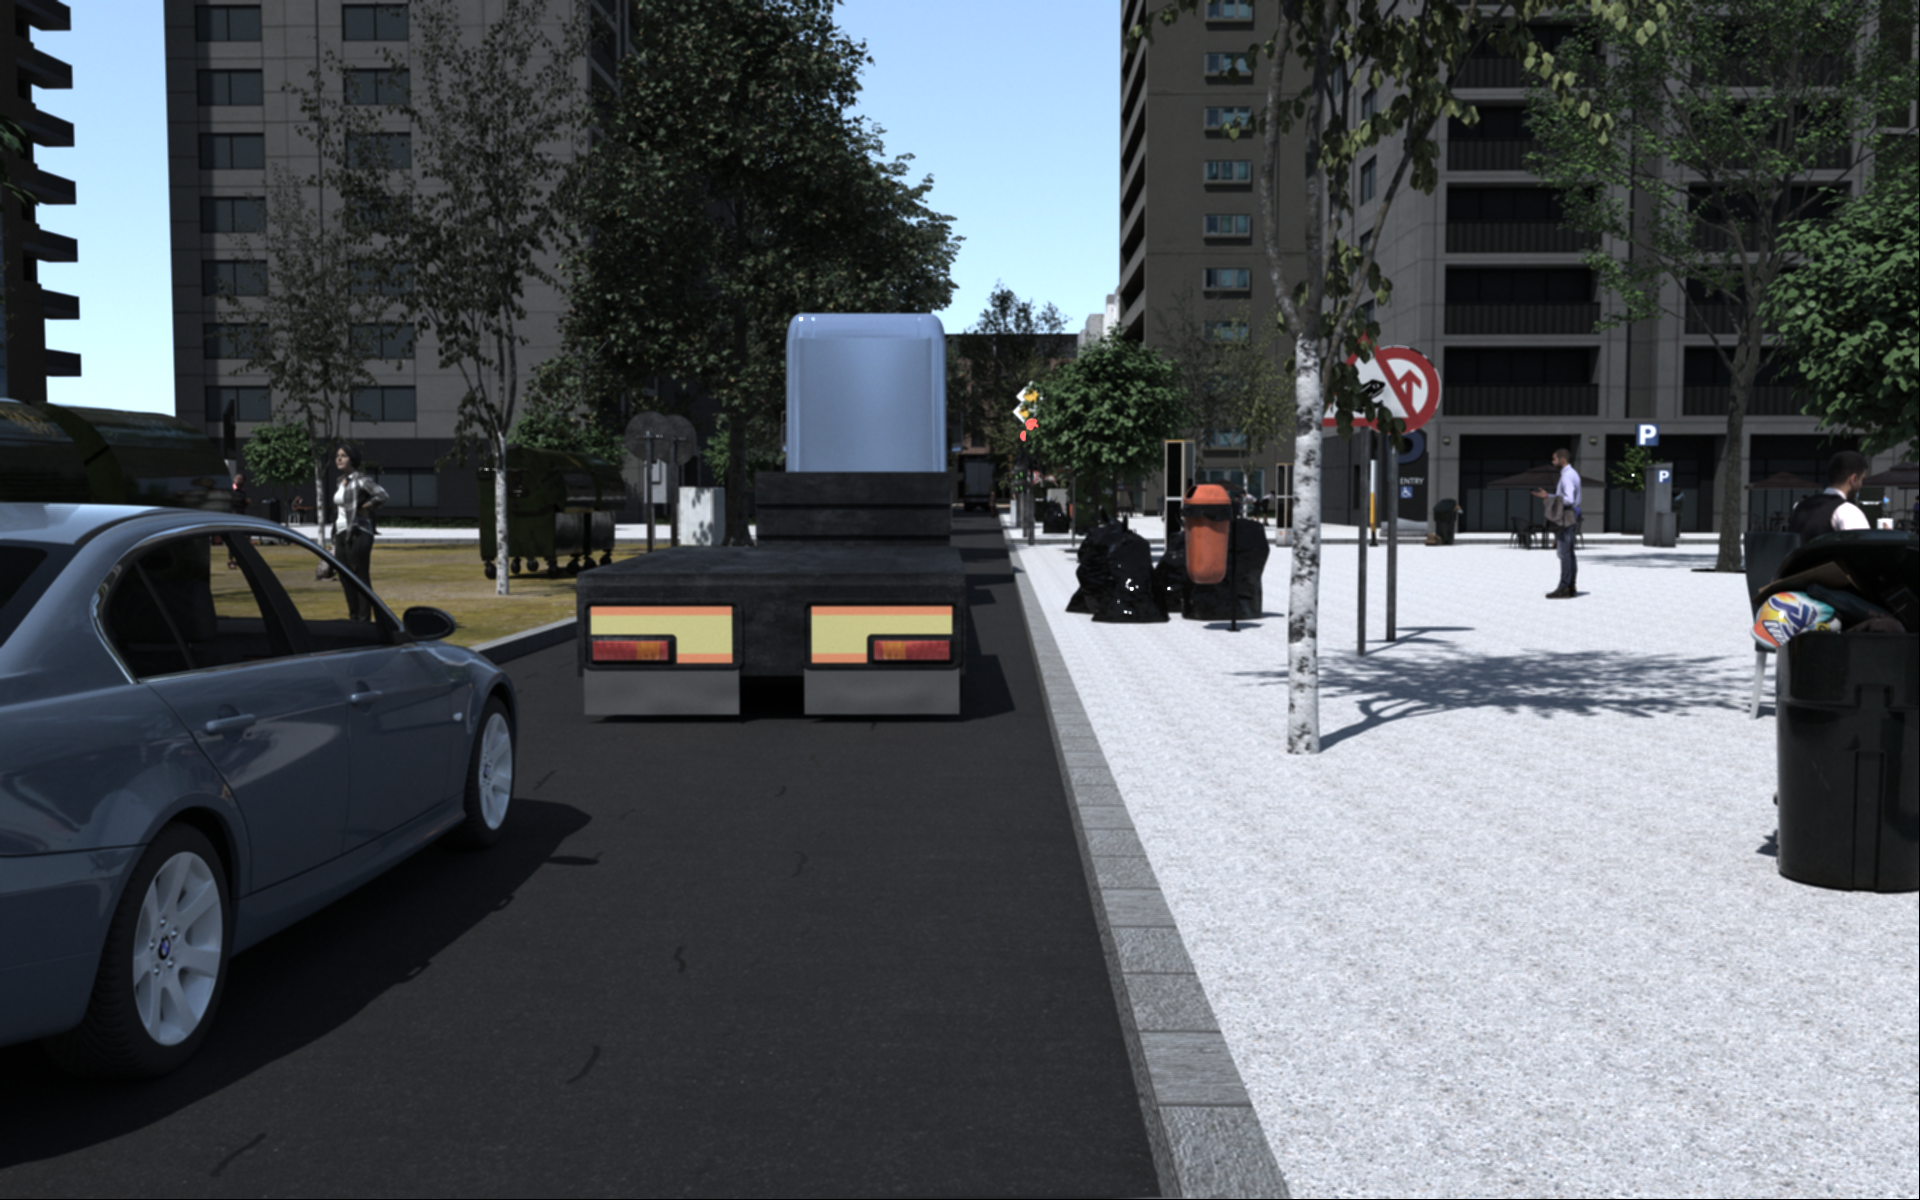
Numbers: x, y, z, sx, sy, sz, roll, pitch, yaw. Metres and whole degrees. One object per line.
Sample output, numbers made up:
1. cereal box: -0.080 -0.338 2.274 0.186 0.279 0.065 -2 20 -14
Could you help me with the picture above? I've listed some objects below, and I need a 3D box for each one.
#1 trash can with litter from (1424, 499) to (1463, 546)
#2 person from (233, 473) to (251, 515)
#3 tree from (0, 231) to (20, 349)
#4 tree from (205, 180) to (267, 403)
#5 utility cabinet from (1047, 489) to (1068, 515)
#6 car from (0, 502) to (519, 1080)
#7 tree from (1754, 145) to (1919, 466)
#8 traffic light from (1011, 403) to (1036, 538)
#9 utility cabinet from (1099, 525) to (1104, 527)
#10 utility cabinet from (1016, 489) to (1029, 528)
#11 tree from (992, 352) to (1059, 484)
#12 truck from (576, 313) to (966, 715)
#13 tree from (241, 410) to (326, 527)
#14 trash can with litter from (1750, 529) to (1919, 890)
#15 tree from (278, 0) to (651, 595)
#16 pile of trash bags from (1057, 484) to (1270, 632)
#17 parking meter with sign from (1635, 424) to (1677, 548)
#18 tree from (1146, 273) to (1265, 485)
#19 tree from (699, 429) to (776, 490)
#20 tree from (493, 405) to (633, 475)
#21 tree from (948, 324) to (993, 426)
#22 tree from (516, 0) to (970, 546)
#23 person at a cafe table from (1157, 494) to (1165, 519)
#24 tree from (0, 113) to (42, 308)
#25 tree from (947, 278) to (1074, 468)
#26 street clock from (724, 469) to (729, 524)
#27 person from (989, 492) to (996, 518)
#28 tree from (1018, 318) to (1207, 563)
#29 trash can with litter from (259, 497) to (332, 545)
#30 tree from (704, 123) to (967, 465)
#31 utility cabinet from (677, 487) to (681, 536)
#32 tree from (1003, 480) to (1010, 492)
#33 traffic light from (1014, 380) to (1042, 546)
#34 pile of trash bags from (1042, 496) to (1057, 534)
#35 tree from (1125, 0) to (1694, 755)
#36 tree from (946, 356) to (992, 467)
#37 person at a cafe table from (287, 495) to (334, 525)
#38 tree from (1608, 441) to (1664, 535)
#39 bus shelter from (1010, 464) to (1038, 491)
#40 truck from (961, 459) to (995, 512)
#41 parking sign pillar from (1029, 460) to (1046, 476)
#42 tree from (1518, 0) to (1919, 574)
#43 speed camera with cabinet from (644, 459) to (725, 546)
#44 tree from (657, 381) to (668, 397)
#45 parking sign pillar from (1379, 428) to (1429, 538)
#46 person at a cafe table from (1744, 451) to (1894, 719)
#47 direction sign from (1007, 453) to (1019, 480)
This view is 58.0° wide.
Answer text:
1. trash can with litter: 12.000 -1.939 43.084 0.624 1.170 1.055 3 5 41
2. person: -12.358 -1.356 29.677 0.415 1.643 0.593 -1 4 -22
3. tree: -23.100 -5.361 38.015 4.360 8.622 3.978 0 3 0
4. tree: -14.390 -5.393 38.542 4.360 8.622 3.978 0 3 0
5. utility cabinet: 4.138 -3.824 71.196 1.173 1.500 0.318 -2 4 -34
6. car: -2.767 0.395 5.545 2.014 1.417 4.499 0 4 1
7. tree: 8.919 -1.946 15.532 4.285 4.588 4.351 0 3 0
8. traffic light: 1.911 -3.792 50.917 0.839 4.253 0.868 0 4 1
9. utility cabinet: 4.880 -3.016 60.471 1.020 1.237 0.306 2 4 31
10. utility cabinet: 2.351 -3.468 65.381 0.318 1.500 1.173 0 4 -8
11. tree: 5.423 -13.138 132.927 7.486 12.596 7.792 0 3 0
12. truck: -1.313 -1.852 20.036 2.967 4.110 18.799 0 4 -1
13. tree: -26.623 -5.178 68.372 4.285 4.588 4.351 0 3 0
14. trash can with litter: 2.996 0.331 5.970 0.624 1.170 1.055 1 4 18
15. tree: -6.063 -4.367 21.771 4.360 8.622 3.978 0 3 0
16. pile of trash bags: 2.210 -0.479 17.577 1.912 1.369 3.447 0 4 -5
17. parking meter with sign: 17.016 -2.811 42.229 0.543 3.016 1.738 0 4 2
18. tree: 8.098 -6.628 58.730 4.360 8.622 3.978 0 3 0
19. tree: -9.508 -5.565 74.703 4.285 4.588 4.351 0 3 0
20. tree: -14.436 -4.689 60.378 4.285 4.588 4.351 0 3 0
21. tree: -0.499 -20.561 192.056 12.611 20.169 13.585 0 3 0
22. tree: -4.593 -7.296 36.303 9.611 12.733 9.660 0 3 0
23. person at a cafe table: 10.848 -4.902 88.666 1.622 1.524 1.698 -2 4 -33
24. tree: -6.054 -1.475 7.824 4.285 4.588 4.351 0 3 0
25. tree: 2.464 -8.619 75.326 7.601 10.594 8.767 0 4 1
26. street clock: -6.797 -2.825 50.753 0.358 2.002 0.471 -1 4 -9
27. person: 1.933 -5.691 103.813 0.482 1.546 0.388 -1 4 -19
28. tree: 2.964 -2.966 32.207 4.285 4.588 4.351 0 3 0
29. trash can with litter: -16.927 -1.975 43.342 2.233 1.210 1.678 0 4 1
30. tree: -4.525 -9.342 59.397 9.857 13.997 8.962 0 3 0
31. utility cabinet: -8.396 -2.692 52.685 0.318 1.500 1.173 -2 4 -27
32. tree: 5.179 -10.655 168.815 1.663 3.219 1.824 0 3 0
33. traffic light: 1.756 -3.304 42.933 0.839 4.253 0.868 0 4 1
34. pile of trash bags: 3.692 -2.917 57.449 1.912 1.369 3.447 0 4 7
35. tree: 1.943 -3.546 8.347 4.737 8.622 4.395 0 3 0
36. tree: -2.907 -11.998 114.290 7.486 12.596 7.792 0 3 0
37. person at a cafe table: -27.510 -3.804 73.058 1.726 1.238 1.698 1 4 14
38. tree: 21.229 -3.663 54.497 1.663 3.219 1.824 0 3 0
39. bus shelter: 3.980 -7.056 109.292 2.014 3.302 5.546 0 4 1
40. truck: 1.532 -9.571 145.399 2.839 4.237 11.283 0 4 0
41. parking sign pillar: 5.459 -8.214 122.768 1.447 3.967 1.447 3 5 39
42. tree: 12.741 -6.250 27.940 9.928 11.665 9.643 0 3 0
43. speed camera with cabinet: -6.761 -2.948 42.529 2.038 3.252 0.660 2 4 26
44. tree: -18.795 -9.161 100.151 4.737 8.622 4.395 0 3 0
45. parking sign pillar: 13.293 -3.869 51.729 1.447 3.967 1.447 0 4 3
46. person at a cafe table: 5.271 -0.079 9.811 1.622 1.524 1.698 -1 4 -14
47. direction sign: 2.975 -6.273 94.562 0.876 3.537 0.379 1 4 17
